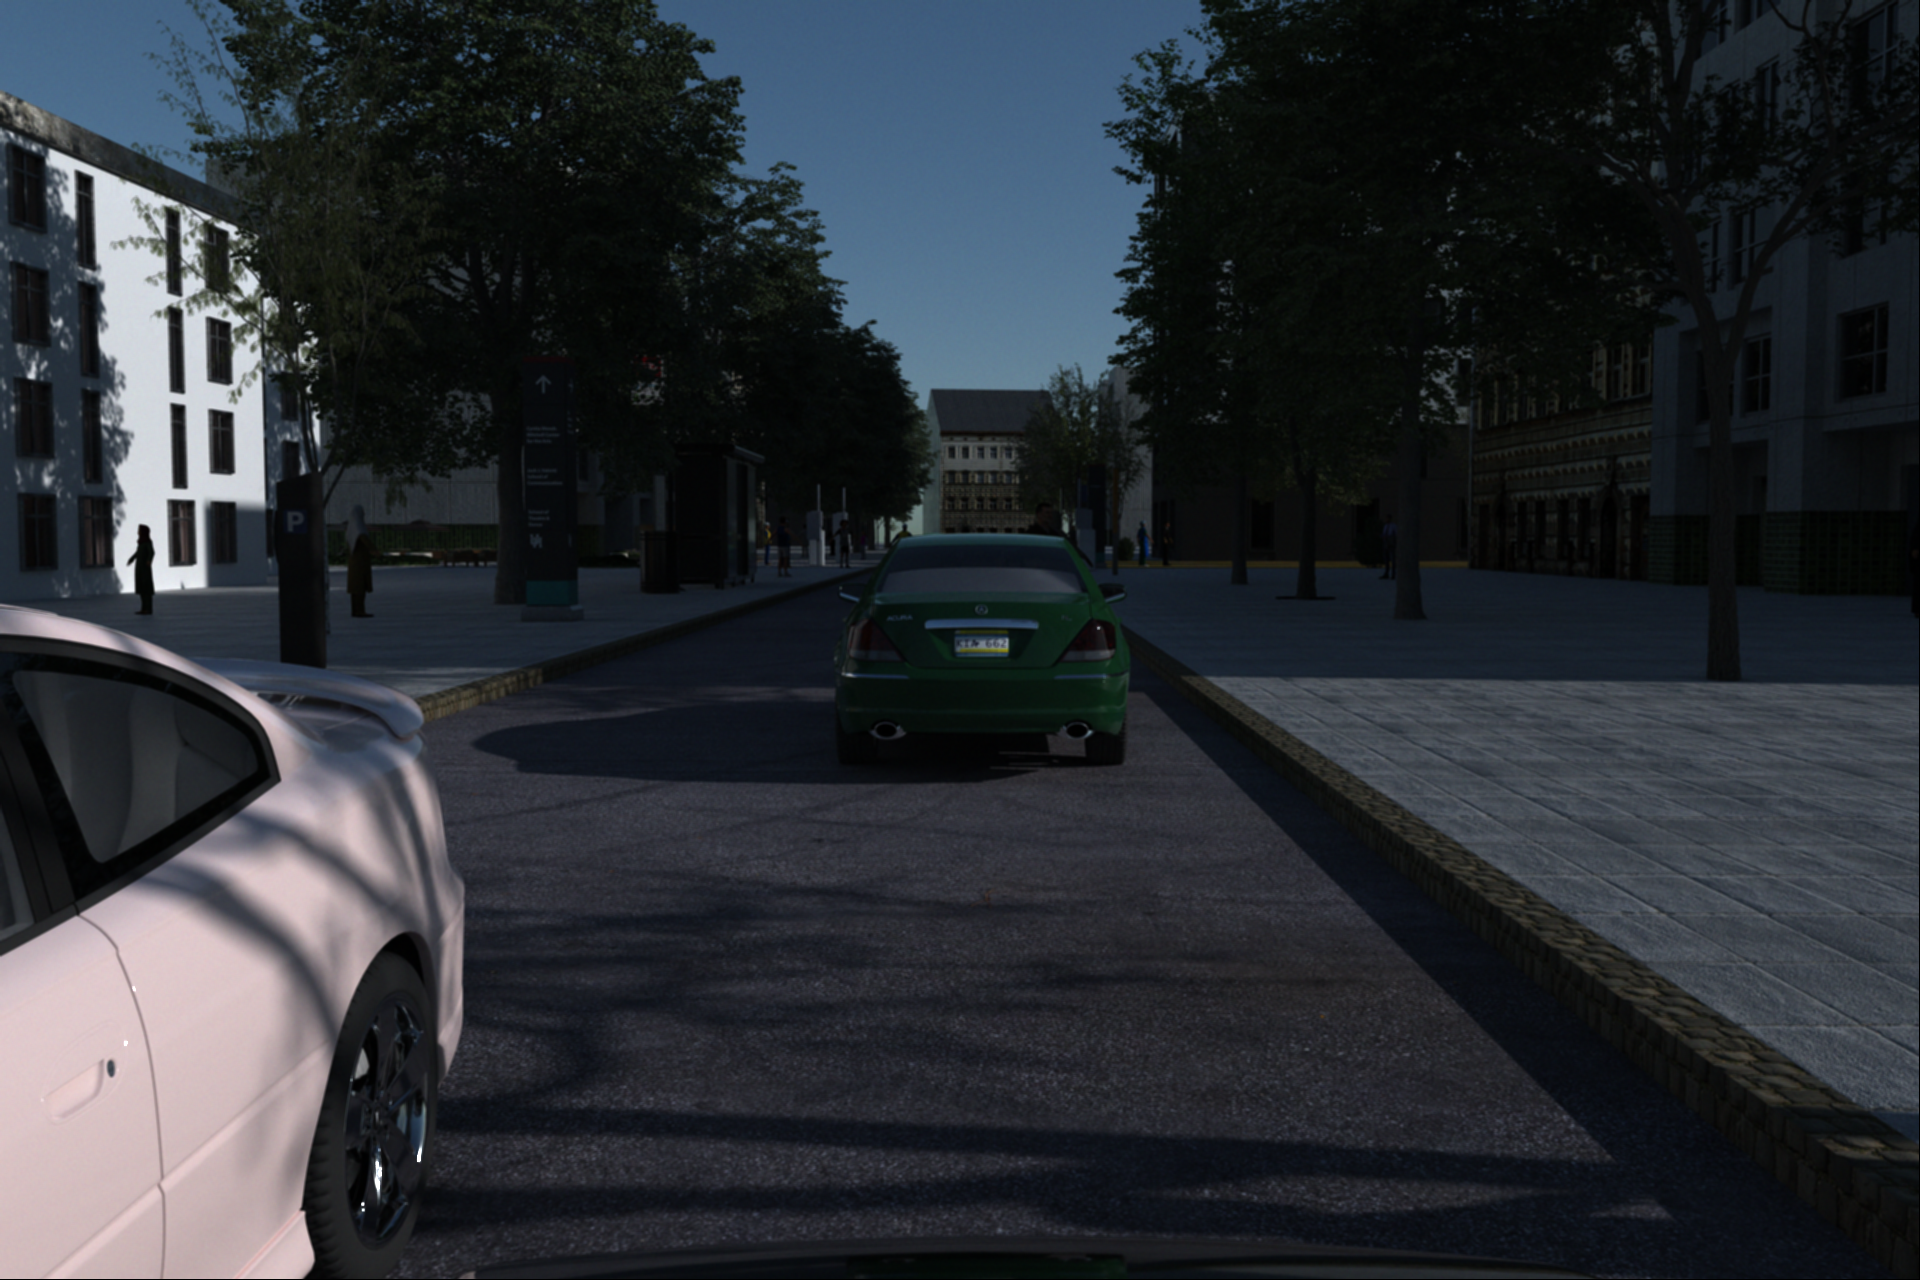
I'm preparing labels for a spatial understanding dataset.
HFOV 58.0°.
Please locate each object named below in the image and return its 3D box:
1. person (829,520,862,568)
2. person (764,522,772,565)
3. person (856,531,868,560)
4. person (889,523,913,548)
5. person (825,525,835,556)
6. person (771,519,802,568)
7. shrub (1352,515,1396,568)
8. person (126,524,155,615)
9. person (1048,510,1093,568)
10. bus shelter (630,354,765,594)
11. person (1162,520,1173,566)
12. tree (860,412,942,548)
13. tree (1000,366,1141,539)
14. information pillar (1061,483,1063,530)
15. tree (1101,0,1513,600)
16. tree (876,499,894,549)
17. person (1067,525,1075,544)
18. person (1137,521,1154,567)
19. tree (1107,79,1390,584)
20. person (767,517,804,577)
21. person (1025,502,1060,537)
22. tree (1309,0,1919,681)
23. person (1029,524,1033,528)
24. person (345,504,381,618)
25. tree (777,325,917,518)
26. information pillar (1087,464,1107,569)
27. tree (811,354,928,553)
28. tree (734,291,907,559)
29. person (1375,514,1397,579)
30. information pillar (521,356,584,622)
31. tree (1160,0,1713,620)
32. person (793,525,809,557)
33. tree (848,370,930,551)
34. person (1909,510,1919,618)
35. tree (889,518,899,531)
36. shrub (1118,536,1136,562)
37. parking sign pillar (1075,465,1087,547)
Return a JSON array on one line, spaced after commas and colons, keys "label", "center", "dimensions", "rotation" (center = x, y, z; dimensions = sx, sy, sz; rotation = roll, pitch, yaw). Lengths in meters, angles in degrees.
[{"label": "person", "center": [-4.337, -3.611, 65.184], "dimensions": [1.345, 1.843, 0.704], "rotation": [-2, 4, -28]}, {"label": "person", "center": [-7.926, -4.003, 71.913], "dimensions": [0.721, 1.772, 1.216], "rotation": [0, 4, -5]}, {"label": "person", "center": [-4.833, -4.667, 85.565], "dimensions": [0.599, 1.433, 0.991], "rotation": [-3, 5, -40]}, {"label": "person", "center": [-2.081, -3.500, 65.656], "dimensions": [1.349, 1.833, 0.705], "rotation": [1, 4, 18]}, {"label": "person", "center": [-7.585, -5.902, 102.681], "dimensions": [0.705, 1.806, 1.347], "rotation": [-3, 5, -40]}, {"label": "person", "center": [-6.575, -3.643, 65.414], "dimensions": [1.347, 1.847, 0.705], "rotation": [-2, 4, -34]}, {"label": "shrub", "center": [15.690, -3.744, 65.641], "dimensions": [1.690, 2.028, 1.600], "rotation": [0, 3, 0]}, {"label": "person", "center": [-13.068, -1.125, 27.613], "dimensions": [0.599, 1.438, 0.989], "rotation": [-3, 5, -44]}, {"label": "person", "center": [1.530, -1.167, 27.668], "dimensions": [1.348, 1.813, 0.705], "rotation": [3, 5, 42]}, {"label": "bus shelter", "center": [-6.241, -3.895, 41.320], "dimensions": [2.179, 5.291, 8.768], "rotation": [0, 4, 0]}, {"label": "person", "center": [8.379, -3.927, 70.147], "dimensions": [0.705, 1.837, 1.347], "rotation": [1, 4, 18]}, {"label": "tree", "center": [-6.489, -15.162, 154.553], "dimensions": [9.857, 13.997, 8.962], "rotation": [0, 3, 0]}, {"label": "tree", "center": [8.092, -13.275, 127.422], "dimensions": [12.009, 13.543, 11.850], "rotation": [0, 3, 0]}, {"label": "information pillar", "center": [4.644, -5.360, 78.991], "dimensions": [0.183, 3.616, 0.504], "rotation": [0, 4, -1]}, {"label": "tree", "center": [6.715, -6.596, 33.607], "dimensions": [9.928, 11.665, 9.643], "rotation": [0, 3, 0]}, {"label": "tree", "center": [-6.700, -11.886, 144.698], "dimensions": [4.737, 8.622, 4.395], "rotation": [0, 3, 0]}, {"label": "person", "center": [6.629, -5.806, 101.199], "dimensions": [1.348, 1.796, 0.705], "rotation": [-1, 4, -12]}, {"label": "person", "center": [7.264, -3.811, 68.440], "dimensions": [0.704, 1.817, 1.347], "rotation": [-1, 4, -19]}, {"label": "tree", "center": [7.350, -7.673, 43.573], "dimensions": [7.486, 12.596, 7.792], "rotation": [0, 3, 0]}, {"label": "person", "center": [-5.304, -2.811, 52.127], "dimensions": [1.345, 1.807, 0.704], "rotation": [2, 4, 31]}, {"label": "person", "center": [1.032, -0.755, 20.936], "dimensions": [1.346, 1.812, 0.704], "rotation": [-3, 5, -41]}, {"label": "tree", "center": [6.930, -4.942, 15.209], "dimensions": [8.767, 10.594, 7.601], "rotation": [2, 4, 32]}, {"label": "person", "center": [3.820, -5.312, 93.072], "dimensions": [0.704, 1.802, 1.346], "rotation": [2, 4, 27]}, {"label": "person", "center": [-9.211, -1.223, 26.769], "dimensions": [0.721, 1.736, 1.217], "rotation": [-3, 4, -36]}, {"label": "tree", "center": [-6.981, -12.079, 104.150], "dimensions": [9.857, 13.997, 8.962], "rotation": [0, 3, 0]}, {"label": "information pillar", "center": [5.069, -4.590, 64.426], "dimensions": [0.750, 3.857, 0.750], "rotation": [0, 4, 0]}, {"label": "tree", "center": [-7.126, -12.914, 117.804], "dimensions": [9.857, 13.997, 8.962], "rotation": [0, 3, 0]}, {"label": "tree", "center": [-7.174, -11.091, 87.995], "dimensions": [9.857, 13.997, 8.962], "rotation": [0, 3, 0]}, {"label": "person", "center": [12.047, -2.635, 48.988], "dimensions": [0.599, 1.838, 0.709], "rotation": [-2, 4, -28]}, {"label": "information pillar", "center": [-6.043, -2.215, 25.589], "dimensions": [0.750, 3.857, 0.750], "rotation": [0, 4, 1]}, {"label": "tree", "center": [6.826, -6.557, 25.333], "dimensions": [7.486, 12.596, 7.792], "rotation": [0, 3, 0]}, {"label": "person", "center": [-8.557, -5.459, 95.440], "dimensions": [1.347, 1.806, 0.705], "rotation": [-3, 4, -36]}, {"label": "tree", "center": [-6.998, -13.947, 134.690], "dimensions": [9.857, 13.997, 8.962], "rotation": [0, 3, 0]}, {"label": "person", "center": [14.787, -1.196, 26.344], "dimensions": [1.214, 1.737, 0.721], "rotation": [-3, 4, -36]}, {"label": "tree", "center": [-6.797, -13.197, 166.141], "dimensions": [4.360, 8.622, 3.978], "rotation": [0, 3, 0]}, {"label": "shrub", "center": [7.723, -4.269, 80.909], "dimensions": [1.383, 1.207, 1.383], "rotation": [0, 3, 0]}, {"label": "parking sign pillar", "center": [4.805, -4.910, 68.757], "dimensions": [1.447, 3.967, 1.447], "rotation": [0, 4, 2]}]
